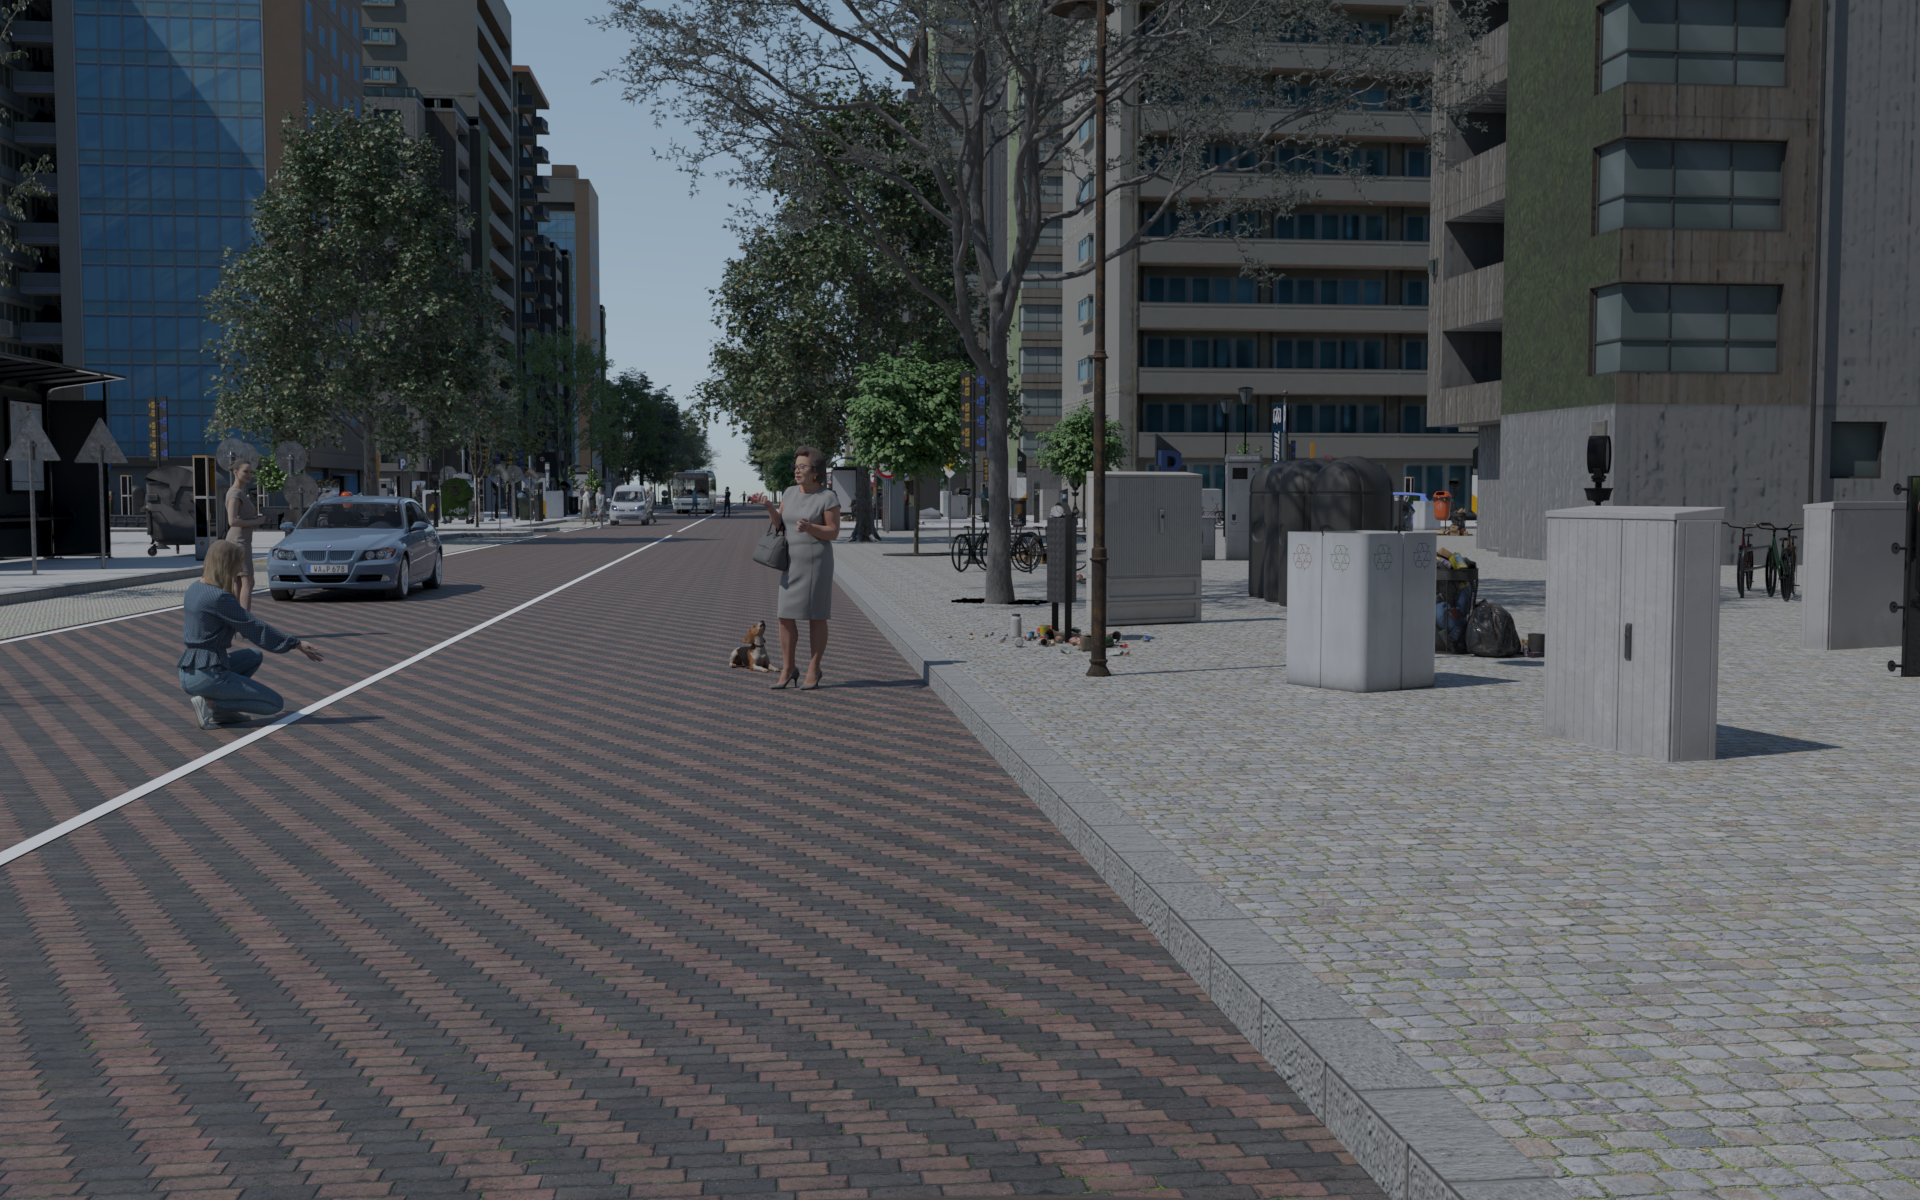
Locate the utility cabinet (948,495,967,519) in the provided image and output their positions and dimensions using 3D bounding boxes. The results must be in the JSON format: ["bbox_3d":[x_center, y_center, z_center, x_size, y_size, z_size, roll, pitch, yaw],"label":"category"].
[{"bbox_3d":[-0.112,-4.716,88.265,1.020,1.237,0.306,-2,4,-33],"label":"utility cabinet"}]

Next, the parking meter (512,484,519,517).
[{"bbox_3d":[-24.635,-5.524,96.029,0.255,1.863,0.399,1,4,18],"label":"parking meter"}]

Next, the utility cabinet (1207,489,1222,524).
[{"bbox_3d":[10.635,-3.992,73.943,1.173,1.500,0.318,-2,4,-33],"label":"utility cabinet"}]

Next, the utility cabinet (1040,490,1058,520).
[{"bbox_3d":[4.294,-4.628,84.347,0.318,1.500,1.173,3,5,43],"label":"utility cabinet"}]

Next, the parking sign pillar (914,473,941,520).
[{"bbox_3d":[-1.670,-6.059,87.541,1.447,3.967,1.447,1,4,10],"label":"parking sign pillar"}]

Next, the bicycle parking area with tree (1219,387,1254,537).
[{"bbox_3d":[7.628,-3.797,49.089,9.016,4.147,8.231,1,4,16],"label":"bicycle parking area with tree"}]

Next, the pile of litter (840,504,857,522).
[{"bbox_3d":[-5.135,-4.113,81.213,1.176,0.858,1.719,1,4,22],"label":"pile of litter"}]

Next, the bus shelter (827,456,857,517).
[{"bbox_3d":[-6.189,-6.192,95.166,2.014,3.302,5.546,0,4,-7],"label":"bus shelter"}]

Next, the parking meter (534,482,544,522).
[{"bbox_3d":[-19.713,-4.607,81.038,0.255,1.863,0.399,2,4,26],"label":"parking meter"}]

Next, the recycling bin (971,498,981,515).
[{"bbox_3d":[0.803,-5.614,104.349,0.722,1.027,0.722,3,4,38],"label":"recycling bin"}]

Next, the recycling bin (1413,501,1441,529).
[{"bbox_3d":[16.697,-3.020,61.926,0.722,1.027,0.722,-1,4,-19],"label":"recycling bin"}]

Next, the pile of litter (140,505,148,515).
[{"bbox_3d":[-31.424,-3.234,66.845,1.719,0.858,1.176,0,4,3],"label":"pile of litter"}]

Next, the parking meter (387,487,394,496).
[{"bbox_3d":[-21.291,-3.460,64.985,0.372,1.533,0.369,0,3,0],"label":"parking meter"}]

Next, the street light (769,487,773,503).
[{"bbox_3d":[-27.488,-17.175,253.592,0.468,5.910,1.993,0,4,-7],"label":"street light"}]

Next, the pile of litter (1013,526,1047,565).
[{"bbox_3d":[1.548,-1.115,32.194,1.176,0.858,1.719,1,4,19],"label":"pile of litter"}]

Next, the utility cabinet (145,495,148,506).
[{"bbox_3d":[-40.305,-4.570,85.881,1.020,1.237,0.306,0,4,5],"label":"utility cabinet"}]

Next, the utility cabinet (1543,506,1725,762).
[{"bbox_3d":[3.375,0.146,8.768,0.306,1.237,1.020,-1,4,-16],"label":"utility cabinet"}]

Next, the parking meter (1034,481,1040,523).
[{"bbox_3d":[3.397,-4.337,76.617,0.255,1.863,0.399,0,4,4],"label":"parking meter"}]

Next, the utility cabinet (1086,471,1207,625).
[{"bbox_3d":[1.822,-0.510,17.024,1.173,1.500,0.318,-2,4,-28],"label":"utility cabinet"}]

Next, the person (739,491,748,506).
[{"bbox_3d":[-26.255,-12.360,210.596,1.348,1.823,0.705,2,4,24],"label":"person"}]

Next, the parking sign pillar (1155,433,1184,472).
[{"bbox_3d":[9.328,-5.421,77.100,1.447,3.967,1.447,-2,4,-24],"label":"parking sign pillar"}]

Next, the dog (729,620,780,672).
[{"bbox_3d":[-1.652,0.363,14.263,0.550,0.427,0.748,1,4,12],"label":"dog"}]

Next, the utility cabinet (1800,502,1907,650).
[{"bbox_3d":[7.522,-0.206,14.524,1.020,1.237,0.306,-2,4,-25],"label":"utility cabinet"}]

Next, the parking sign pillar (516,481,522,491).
[{"bbox_3d":[-34.612,-9.007,135.733,1.447,3.967,1.447,0,4,-5],"label":"parking sign pillar"}]

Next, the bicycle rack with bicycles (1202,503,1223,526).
[{"bbox_3d":[11.003,-3.459,69.935,2.925,0.926,2.852,2,4,27],"label":"bicycle rack with bicycles"}]

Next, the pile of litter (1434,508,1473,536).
[{"bbox_3d":[15.217,-2.419,53.514,1.176,0.858,1.719,0,4,5],"label":"pile of litter"}]

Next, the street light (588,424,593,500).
[{"bbox_3d":[-23.992,-8.561,112.760,0.468,5.910,1.993,0,4,-7],"label":"street light"}]

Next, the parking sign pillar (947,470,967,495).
[{"bbox_3d":[-0.205,-7.901,117.647,1.447,3.967,1.447,1,4,21],"label":"parking sign pillar"}]

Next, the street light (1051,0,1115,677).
[{"bbox_3d":[0.978,-2.401,12.051,0.468,5.910,1.993,0,4,-7],"label":"street light"}]

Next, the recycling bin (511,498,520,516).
[{"bbox_3d":[-26.250,-5.530,102.972,0.722,1.027,0.722,2,4,25],"label":"recycling bin"}]

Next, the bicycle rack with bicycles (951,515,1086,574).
[{"bbox_3d":[1.022,-0.959,29.058,2.925,0.926,2.852,-3,5,-39],"label":"bicycle rack with bicycles"}]

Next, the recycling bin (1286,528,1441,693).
[{"bbox_3d":[2.684,0.058,11.602,0.722,1.027,0.722,-2,4,-33],"label":"recycling bin"}]

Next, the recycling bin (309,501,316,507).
[{"bbox_3d":[-33.051,-4.596,87.697,0.722,1.027,0.722,-3,5,-41],"label":"recycling bin"}]

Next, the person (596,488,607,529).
[{"bbox_3d":[-14.959,-3.833,72.177,0.522,1.701,0.512,-3,4,-39],"label":"person"}]

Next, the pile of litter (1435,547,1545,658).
[{"bbox_3d":[4.081,-0.012,14.158,1.176,0.858,1.719,-2,4,-35],"label":"pile of litter"}]

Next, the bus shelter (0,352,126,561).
[{"bbox_3d":[-17.098,-2.458,31.466,1.731,3.624,6.357,0,4,-7],"label":"bus shelter"}]

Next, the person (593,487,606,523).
[{"bbox_3d":[-18.033,-4.747,86.599,0.515,1.767,0.782,-2,4,-33],"label":"person"}]

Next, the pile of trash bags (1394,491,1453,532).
[{"bbox_3d":[14.284,-2.831,56.041,3.447,1.369,1.912,3,5,40],"label":"pile of trash bags"}]

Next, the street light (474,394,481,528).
[{"bbox_3d":[-18.478,-5.708,66.112,0.468,5.910,1.993,0,4,-7],"label":"street light"}]

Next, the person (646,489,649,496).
[{"bbox_3d":[-22.170,-7.005,123.207,0.728,1.800,0.709,3,4,38],"label":"person"}]

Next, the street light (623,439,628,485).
[{"bbox_3d":[-27.351,-10.358,142.133,0.468,5.910,1.993,0,4,-7],"label":"street light"}]

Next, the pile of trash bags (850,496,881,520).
[{"bbox_3d":[-4.594,-4.727,87.032,1.912,1.369,3.447,-1,4,-19],"label":"pile of trash bags"}]

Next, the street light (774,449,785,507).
[{"bbox_3d":[-17.777,-12.106,170.728,0.468,5.910,1.993,0,4,-7],"label":"street light"}]

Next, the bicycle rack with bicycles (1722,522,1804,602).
[{"bbox_3d":[10.669,-0.495,21.478,2.852,0.926,2.925,3,4,36],"label":"bicycle rack with bicycles"}]

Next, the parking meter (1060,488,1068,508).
[{"bbox_3d":[4.499,-4.078,75.084,0.372,1.533,0.369,0,3,0],"label":"parking meter"}]

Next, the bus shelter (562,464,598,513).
[{"bbox_3d":[-26.186,-7.699,119.794,2.014,3.302,5.546,0,4,-7],"label":"bus shelter"}]

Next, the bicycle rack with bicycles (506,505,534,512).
[{"bbox_3d":[-28.534,-6.120,113.439,2.852,0.926,2.925,3,4,37],"label":"bicycle rack with bicycles"}]

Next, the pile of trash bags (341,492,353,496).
[{"bbox_3d":[-25.099,-3.842,72.577,1.912,1.369,3.447,0,4,2],"label":"pile of trash bags"}]

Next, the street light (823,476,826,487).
[{"bbox_3d":[-4.600,-5.259,58.773,0.468,5.910,1.993,0,4,-7],"label":"street light"}]
